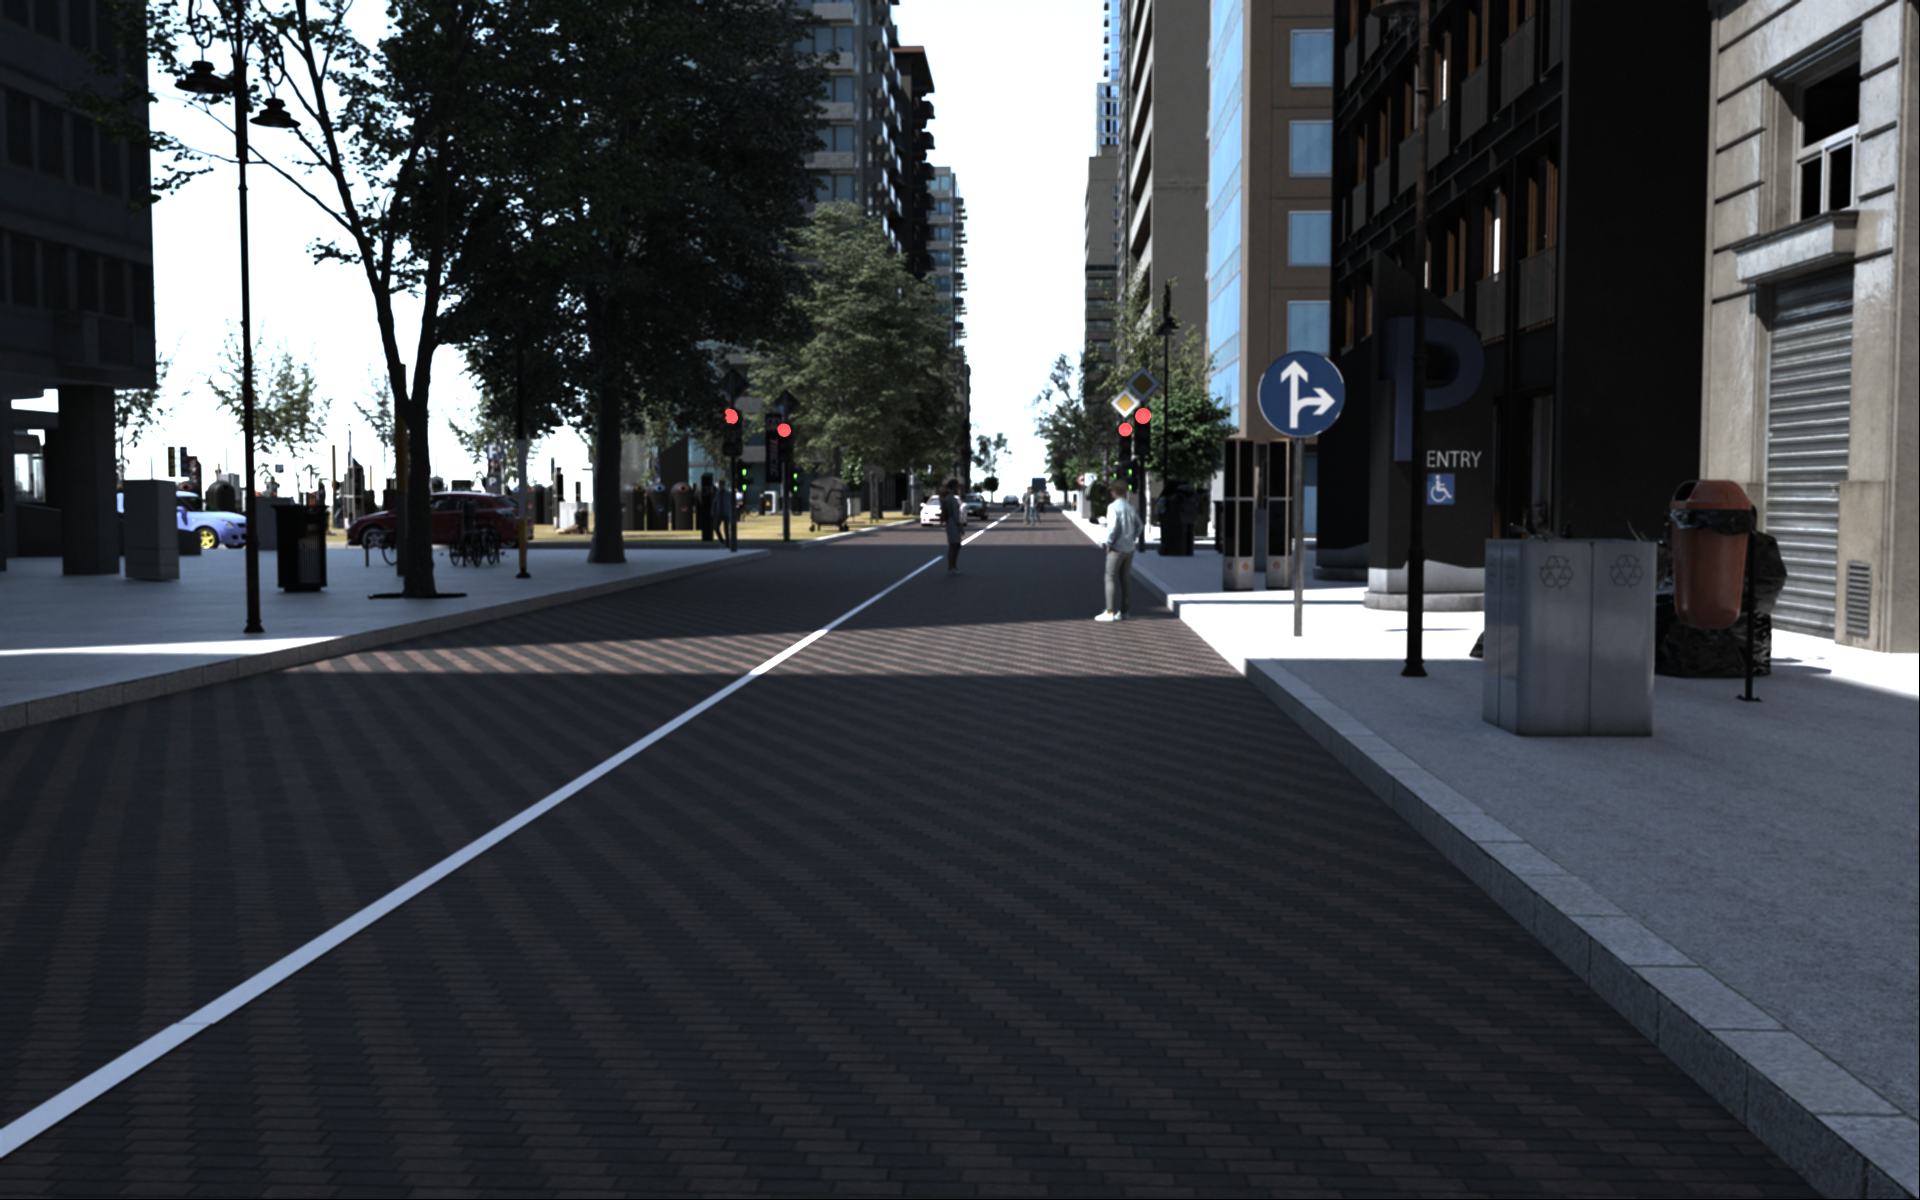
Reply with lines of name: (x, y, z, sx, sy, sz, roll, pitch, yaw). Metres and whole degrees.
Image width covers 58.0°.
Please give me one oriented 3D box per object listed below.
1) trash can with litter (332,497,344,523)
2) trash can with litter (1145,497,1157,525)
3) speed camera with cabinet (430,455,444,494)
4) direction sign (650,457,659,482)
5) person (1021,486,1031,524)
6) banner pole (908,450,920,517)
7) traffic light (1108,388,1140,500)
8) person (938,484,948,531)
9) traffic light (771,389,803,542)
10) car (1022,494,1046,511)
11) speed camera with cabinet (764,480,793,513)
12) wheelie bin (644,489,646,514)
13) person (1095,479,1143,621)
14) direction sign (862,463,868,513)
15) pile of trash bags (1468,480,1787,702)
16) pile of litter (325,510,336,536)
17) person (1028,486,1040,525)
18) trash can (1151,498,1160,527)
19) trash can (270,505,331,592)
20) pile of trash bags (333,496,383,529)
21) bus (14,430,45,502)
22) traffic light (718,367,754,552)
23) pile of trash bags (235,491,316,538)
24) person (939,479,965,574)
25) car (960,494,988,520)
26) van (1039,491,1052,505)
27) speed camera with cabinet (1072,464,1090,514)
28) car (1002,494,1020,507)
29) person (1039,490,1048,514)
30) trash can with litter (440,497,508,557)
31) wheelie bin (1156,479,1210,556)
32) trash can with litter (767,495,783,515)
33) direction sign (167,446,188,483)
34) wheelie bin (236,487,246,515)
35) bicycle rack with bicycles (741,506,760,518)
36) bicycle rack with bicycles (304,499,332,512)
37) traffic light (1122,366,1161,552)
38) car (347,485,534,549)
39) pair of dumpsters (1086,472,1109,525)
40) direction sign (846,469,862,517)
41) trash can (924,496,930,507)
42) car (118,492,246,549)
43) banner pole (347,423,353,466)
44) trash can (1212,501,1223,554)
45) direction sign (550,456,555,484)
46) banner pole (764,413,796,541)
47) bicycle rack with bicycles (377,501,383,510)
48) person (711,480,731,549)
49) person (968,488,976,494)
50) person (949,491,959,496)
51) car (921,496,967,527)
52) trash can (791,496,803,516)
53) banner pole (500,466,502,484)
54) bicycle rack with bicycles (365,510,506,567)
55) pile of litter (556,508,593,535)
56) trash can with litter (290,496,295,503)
trash can with litter: (-26.299, -3.807, 73.632, 0.624, 1.170, 1.055, 0, 4, -4)
trash can with litter: (7.856, -3.671, 71.405, 0.624, 1.170, 1.055, -1, 4, -18)
speed camera with cabinet: (-27.214, -5.713, 87.748, 2.038, 3.252, 0.660, -1, 4, -20)
direction sign: (-18.596, -6.941, 105.487, 0.876, 3.537, 0.379, 3, 5, 43)
person: (3.232, -4.568, 83.282, 0.391, 1.810, 0.635, 3, 4, 37)
banner pole: (-2.642, -6.674, 99.141, 0.863, 3.779, 0.401, 2, 4, 33)
traffic light: (4.356, -3.492, 46.020, 0.839, 4.253, 0.868, 0, 4, 3)
person: (-0.641, -3.646, 68.093, 0.573, 1.828, 0.580, -3, 4, -38)
traffic light: (-4.646, -3.517, 46.428, 0.839, 4.253, 0.868, 0, 4, 3)
car: (6.141, -8.350, 145.566, 2.155, 1.783, 4.494, 0, 4, 4)
speed camera with cabinet: (-12.093, -7.355, 114.585, 2.038, 3.252, 0.660, 1, 4, 10)
wheelie bin: (-20.487, -6.436, 113.138, 0.980, 1.594, 0.693, 2, 4, 31)
person: (1.819, -0.574, 19.697, 0.589, 1.601, 0.330, -2, 4, -35)
direction sign: (-6.835, -7.835, 120.095, 0.876, 3.537, 0.379, 0, 4, -1)
pile of trash bags: (4.822, -0.149, 12.182, 1.912, 1.369, 3.447, 0, 4, 6)
pile of litter: (-19.996, -2.430, 53.692, 1.176, 0.858, 1.719, -2, 4, -24)
person: (3.373, -4.311, 79.336, 0.623, 1.781, 0.721, 2, 4, 24)
trash can: (7.806, -3.451, 68.072, 0.748, 1.137, 0.748, 0, 3, 0)
trash can: (-8.656, -0.680, 22.772, 0.748, 1.137, 0.748, 0, 3, 0)
pile of trash bags: (-21.681, -3.389, 65.155, 1.912, 1.369, 3.447, 3, 5, 41)
bus: (-29.195, -2.975, 43.495, 13.247, 3.499, 2.948, 0, 4, 2)
traffic light: (-5.023, -3.029, 38.451, 0.839, 4.253, 0.868, 0, 4, 3)
pile of trash bags: (-19.919, -2.449, 49.799, 1.912, 1.369, 3.447, -1, 4, -11)
person: (-0.123, -1.312, 30.948, 0.522, 1.701, 0.512, -1, 4, -19)
car: (0.639, -5.385, 97.827, 2.009, 1.686, 4.222, 0, 4, 4)
van: (10.869, -13.249, 223.629, 2.013, 2.044, 4.112, 0, 4, 1)
speed camera with cabinet: (8.056, -7.323, 114.075, 0.660, 3.252, 2.038, -1, 4, -20)
car: (5.762, -11.242, 195.600, 2.131, 1.459, 4.920, 0, 4, 2)
person: (6.115, -7.248, 127.539, 0.617, 1.759, 0.750, 1, 4, 21)
trash can with litter: (-10.043, -1.543, 36.280, 1.678, 1.210, 2.233, 0, 4, 3)
wheelie bin: (4.552, -1.718, 35.995, 0.980, 1.594, 0.693, -3, 5, -43)
trash can with litter: (-11.292, -5.859, 106.852, 1.678, 1.210, 2.233, 2, 4, 27)
direction sign: (-36.972, -5.500, 81.916, 0.876, 3.537, 0.379, -1, 4, -17)
wheelie bin: (-32.075, -4.275, 77.805, 0.980, 1.594, 0.693, 2, 4, 27)
bicycle rack with bicycles: (-12.270, -4.906, 93.600, 2.925, 0.926, 2.852, 0, 3, 0)
bicycle rack with bicycles: (-42.919, -6.337, 116.999, 2.852, 0.926, 2.925, -2, 4, -24)
traffic light: (3.979, -3.004, 38.043, 0.839, 4.253, 0.868, 0, 4, 3)
car: (-12.754, -2.042, 42.431, 4.494, 1.783, 2.155, 0, 4, 4)
pair of dumpsters: (6.183, -4.357, 73.730, 1.574, 2.255, 4.437, 0, 4, 3)
direction sign: (-6.125, -6.459, 97.605, 0.876, 3.537, 0.379, -1, 4, -19)
trash can: (-2.285, -6.194, 112.921, 0.748, 1.137, 0.748, 0, 3, 0)
car: (-19.900, -2.111, 44.109, 3.694, 1.707, 1.945, 0, 4, 3)
banner pole: (-21.386, -4.332, 60.848, 0.401, 3.779, 0.863, -2, 4, -28)
trash can: (5.804, -1.572, 37.361, 0.748, 1.137, 0.748, 0, 3, 0)
direction sign: (-24.601, -6.892, 104.681, 0.379, 3.537, 0.876, -2, 4, -30)
banner pole: (-4.917, -3.500, 47.244, 0.863, 3.779, 0.401, 0, 4, 7)
bicycle rack with bicycles: (-30.759, -4.777, 91.482, 2.852, 0.926, 2.925, -2, 4, -29)
person: (-5.899, -2.107, 43.289, 0.601, 1.785, 0.444, 1, 4, 19)
person: (0.751, -6.270, 111.201, 0.592, 1.802, 0.473, 3, 5, 42)
person: (-0.347, -4.826, 86.766, 0.474, 1.900, 0.648, 2, 4, 26)
car: (-0.676, -3.967, 77.214, 2.083, 1.381, 4.827, 0, 4, 3)
trash can: (-9.769, -5.635, 103.782, 0.748, 1.137, 0.748, 0, 3, 0)
banner pole: (-31.535, -7.872, 118.724, 0.863, 3.779, 0.401, -2, 4, -24)
bicycle rack with bicycles: (-9.427, -1.118, 31.659, 2.852, 0.926, 2.925, 0, 4, 5)
pile of litter: (-12.359, -2.539, 55.475, 1.176, 0.858, 1.719, -1, 4, -15)
trash can with litter: (-47.159, -6.731, 121.440, 1.055, 1.170, 0.624, 1, 4, 12)
